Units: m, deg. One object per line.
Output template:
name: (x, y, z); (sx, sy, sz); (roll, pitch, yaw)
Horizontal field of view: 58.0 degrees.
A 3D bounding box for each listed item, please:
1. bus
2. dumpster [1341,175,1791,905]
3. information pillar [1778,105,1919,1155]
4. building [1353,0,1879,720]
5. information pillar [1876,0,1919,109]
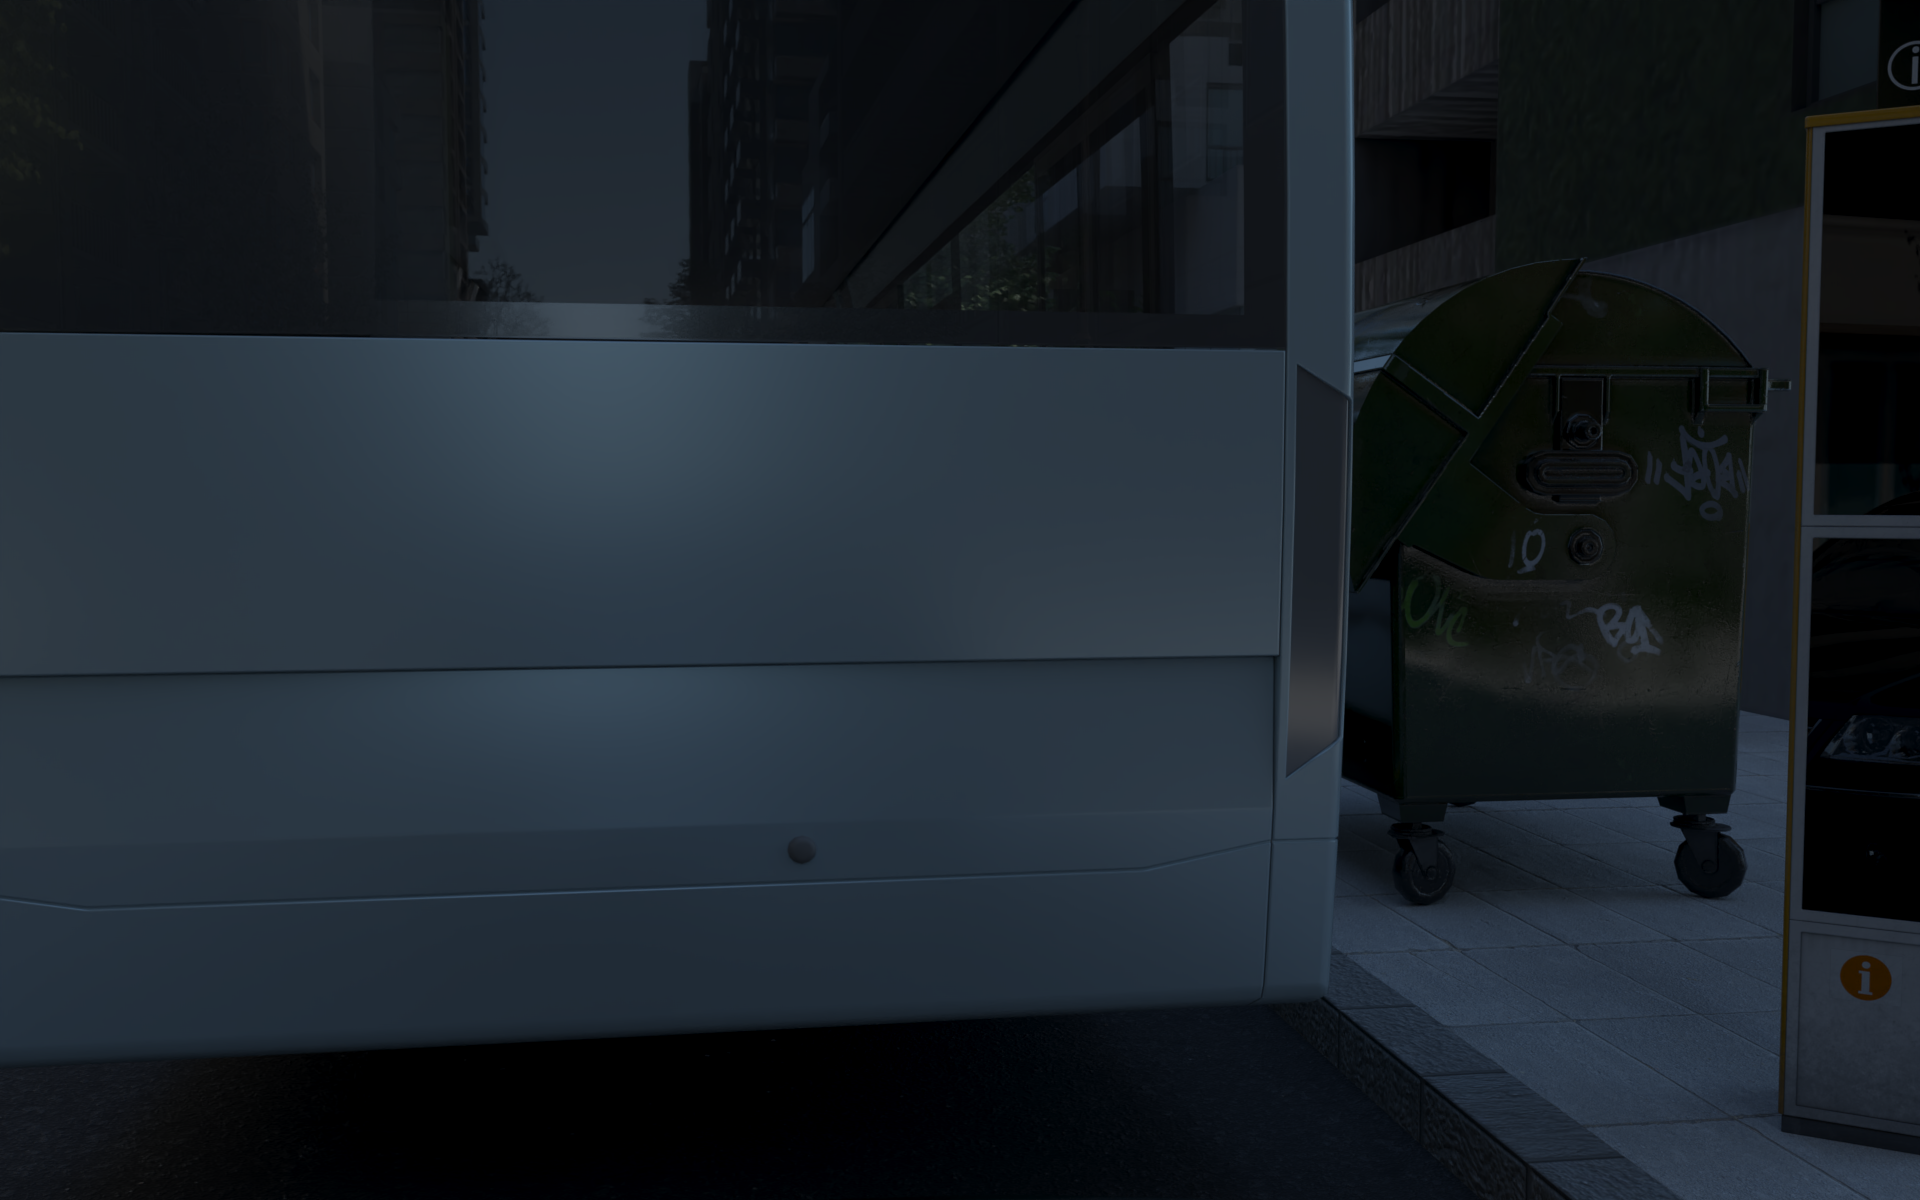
bus: (-1.644, -0.891, 9.429); (2.948, 3.499, 13.247); (-1, 4, -10)
dumpster: (1.743, -0.225, 6.180); (1.502, 2.255, 1.985); (-1, 4, -8)
information pillar: (1.845, 0.062, 3.473); (0.304, 2.012, 0.304); (2, 4, 30)
building: (10.785, -14.927, 15.752); (14.160, 30.474, 14.107); (-1, 4, -8)
information pillar: (4.056, -0.973, 7.266); (0.504, 3.616, 0.183); (2, 4, 25)
